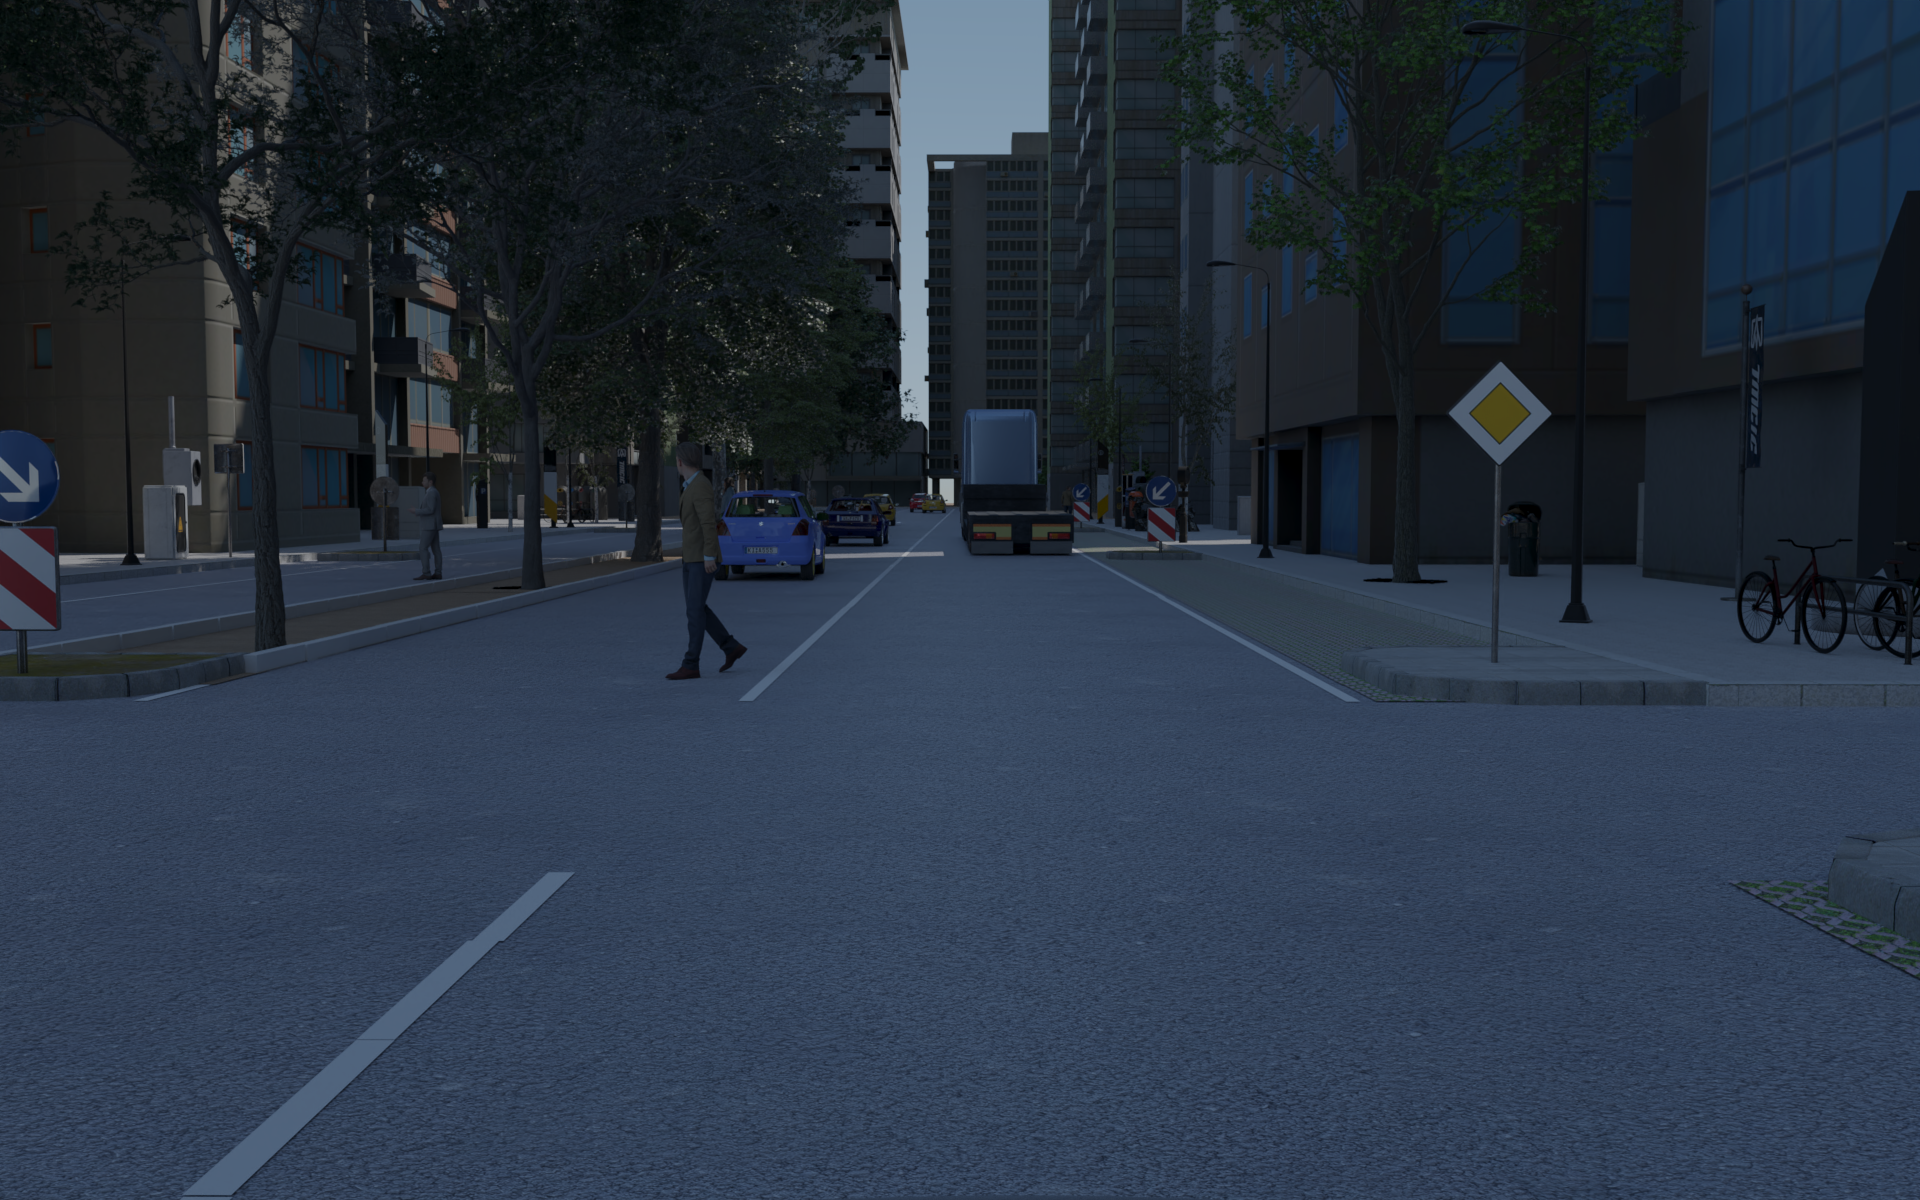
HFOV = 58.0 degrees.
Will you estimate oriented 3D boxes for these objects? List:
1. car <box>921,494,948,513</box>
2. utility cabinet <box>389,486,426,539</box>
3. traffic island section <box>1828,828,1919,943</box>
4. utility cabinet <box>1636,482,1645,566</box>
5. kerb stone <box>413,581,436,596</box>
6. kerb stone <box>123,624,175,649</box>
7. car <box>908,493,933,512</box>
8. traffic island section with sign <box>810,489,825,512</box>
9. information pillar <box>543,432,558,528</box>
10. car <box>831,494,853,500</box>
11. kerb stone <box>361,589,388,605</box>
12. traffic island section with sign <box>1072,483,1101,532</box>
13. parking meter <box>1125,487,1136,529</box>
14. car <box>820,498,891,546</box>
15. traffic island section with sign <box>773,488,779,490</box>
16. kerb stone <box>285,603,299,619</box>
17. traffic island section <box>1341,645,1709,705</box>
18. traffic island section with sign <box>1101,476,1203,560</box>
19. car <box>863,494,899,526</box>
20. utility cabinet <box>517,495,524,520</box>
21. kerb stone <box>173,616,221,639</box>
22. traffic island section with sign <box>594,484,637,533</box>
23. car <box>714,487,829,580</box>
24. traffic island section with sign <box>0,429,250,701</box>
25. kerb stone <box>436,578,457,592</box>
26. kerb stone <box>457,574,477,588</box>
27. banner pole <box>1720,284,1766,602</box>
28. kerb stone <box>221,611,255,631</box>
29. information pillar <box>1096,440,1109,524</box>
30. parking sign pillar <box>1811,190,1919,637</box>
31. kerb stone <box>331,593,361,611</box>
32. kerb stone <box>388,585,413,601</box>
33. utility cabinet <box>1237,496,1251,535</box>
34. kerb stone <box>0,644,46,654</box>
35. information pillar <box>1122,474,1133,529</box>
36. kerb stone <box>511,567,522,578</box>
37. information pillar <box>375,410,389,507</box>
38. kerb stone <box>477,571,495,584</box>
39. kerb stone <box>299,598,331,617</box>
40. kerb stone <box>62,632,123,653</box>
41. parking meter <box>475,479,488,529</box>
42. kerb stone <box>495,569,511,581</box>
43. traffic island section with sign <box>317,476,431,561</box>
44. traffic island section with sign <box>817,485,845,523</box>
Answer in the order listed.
[{"bbox_3d":[-1.935,-7.337,130.184,2.015,1.641,3.980,0,4,2],"label":"car"},{"bbox_3d":[-15.747,-2.484,49.285,1.173,1.500,0.318,2,4,24],"label":"utility cabinet"},{"bbox_3d":[4.037,1.044,5.204,2.009,0.180,2.903,0,4,0],"label":"traffic island section"},{"bbox_3d":[12.497,-1.337,30.541,1.173,1.500,0.318,-1,4,-22],"label":"utility cabinet"},{"bbox_3d":[-7.691,-0.146,24.581,0.120,0.150,1.000,0,4,0],"label":"kerb stone"},{"bbox_3d":[-7.738,0.359,16.376,0.120,0.150,1.000,0,4,0],"label":"kerb stone"},{"bbox_3d":[-3.018,-7.786,136.348,2.155,1.783,4.494,0,4,0],"label":"car"},{"bbox_3d":[-12.072,-8.175,142.295,1.989,1.847,2.006,0,4,0],"label":"traffic island section with sign"},{"bbox_3d":[-15.428,-4.522,65.289,0.504,3.616,0.183,-1,4,-14],"label":"information pillar"},{"bbox_3d":[-9.253,-7.857,138.253,2.009,1.686,4.222,0,3,0],"label":"car"},{"bbox_3d":[-7.700,-0.019,22.534,0.120,0.150,1.000,0,4,0],"label":"kerb stone"},{"bbox_3d":[4.417,-3.461,65.223,1.989,1.847,2.006,0,4,0],"label":"traffic island section with sign"},{"bbox_3d":[6.231,-3.359,63.324,0.372,1.533,0.369,0,3,0],"label":"parking meter"},{"bbox_3d":[-2.934,-2.213,48.767,1.945,1.354,3.894,0,4,1],"label":"car"},{"bbox_3d":[-12.243,-6.527,115.341,1.989,1.847,2.006,0,4,0],"label":"traffic island section with sign"},{"bbox_3d":[-7.716,0.169,19.466,0.120,0.150,1.000,0,4,0],"label":"kerb stone"},{"bbox_3d":[4.087,0.556,13.189,2.009,0.180,2.903,0,4,0],"label":"traffic island section"},{"bbox_3d":[4.255,-1.813,38.269,1.989,1.847,2.006,0,4,0],"label":"traffic island section with sign"},{"bbox_3d":[-3.794,-4.224,79.290,2.015,1.641,3.980,0,4,-1],"label":"car"},{"bbox_3d":[-21.507,-4.594,86.276,1.020,1.237,0.306,0,4,7],"label":"utility cabinet"},{"bbox_3d":[-7.735,0.293,17.412,0.120,0.150,1.000,0,4,0],"label":"kerb stone"},{"bbox_3d":[-12.560,-3.448,64.995,1.989,1.847,2.006,0,4,0],"label":"traffic island section with sign"},{"bbox_3d":[-3.264,-1.251,30.047,1.945,1.707,3.694,0,4,-1],"label":"car"},{"bbox_3d":[-6.697,-0.292,12.916,2.006,1.907,1.989,0,4,0],"label":"traffic island section with sign"},{"bbox_3d":[-7.681,-0.209,25.610,0.120,0.150,1.000,0,4,0],"label":"kerb stone"},{"bbox_3d":[-7.672,-0.272,26.643,0.120,0.150,1.000,0,4,0],"label":"kerb stone"},{"bbox_3d":[9.348,-1.865,20.516,0.401,3.779,0.863,0,4,6],"label":"banner pole"},{"bbox_3d":[-7.722,0.230,18.441,0.120,0.150,1.000,0,4,0],"label":"kerb stone"},{"bbox_3d":[6.133,-5.084,74.484,0.504,3.616,0.183,0,3,0],"label":"information pillar"},{"bbox_3d":[8.756,-1.688,16.068,1.447,3.967,1.447,1,4,14],"label":"parking sign pillar"},{"bbox_3d":[-7.709,0.042,21.512,0.120,0.150,1.000,0,4,0],"label":"kerb stone"},{"bbox_3d":[-7.697,-0.083,23.559,0.120,0.150,1.000,0,4,0],"label":"kerb stone"},{"bbox_3d":[9.182,-2.621,54.015,1.020,1.237,0.306,0,4,-4],"label":"utility cabinet"},{"bbox_3d":[-7.752,0.482,14.322,0.120,0.150,1.000,0,4,0],"label":"kerb stone"},{"bbox_3d":[6.196,-3.643,64.055,0.304,2.012,0.304,-2,4,-35],"label":"information pillar"},{"bbox_3d":[-7.658,-0.461,29.727,0.120,0.150,1.000,0,4,0],"label":"kerb stone"},{"bbox_3d":[-16.118,-3.484,48.311,0.504,3.616,0.183,3,5,39],"label":"information pillar"},{"bbox_3d":[-7.674,-0.331,27.671,0.120,0.150,1.000,0,4,0],"label":"kerb stone"},{"bbox_3d":[-7.717,0.104,20.490,0.120,0.150,1.000,0,4,0],"label":"kerb stone"},{"bbox_3d":[-7.751,0.419,15.350,0.120,0.150,1.000,0,4,0],"label":"kerb stone"},{"bbox_3d":[-17.817,-3.596,64.512,0.399,1.863,0.255,-3,5,-40],"label":"parking meter"},{"bbox_3d":[-7.670,-0.397,28.693,0.120,0.150,1.000,0,4,0],"label":"kerb stone"},{"bbox_3d":[-12.731,-1.790,37.902,1.989,1.847,2.006,0,4,0],"label":"traffic island section with sign"},{"bbox_3d":[-6.241,-4.888,88.053,2.006,1.907,1.989,0,4,0],"label":"traffic island section with sign"}]
